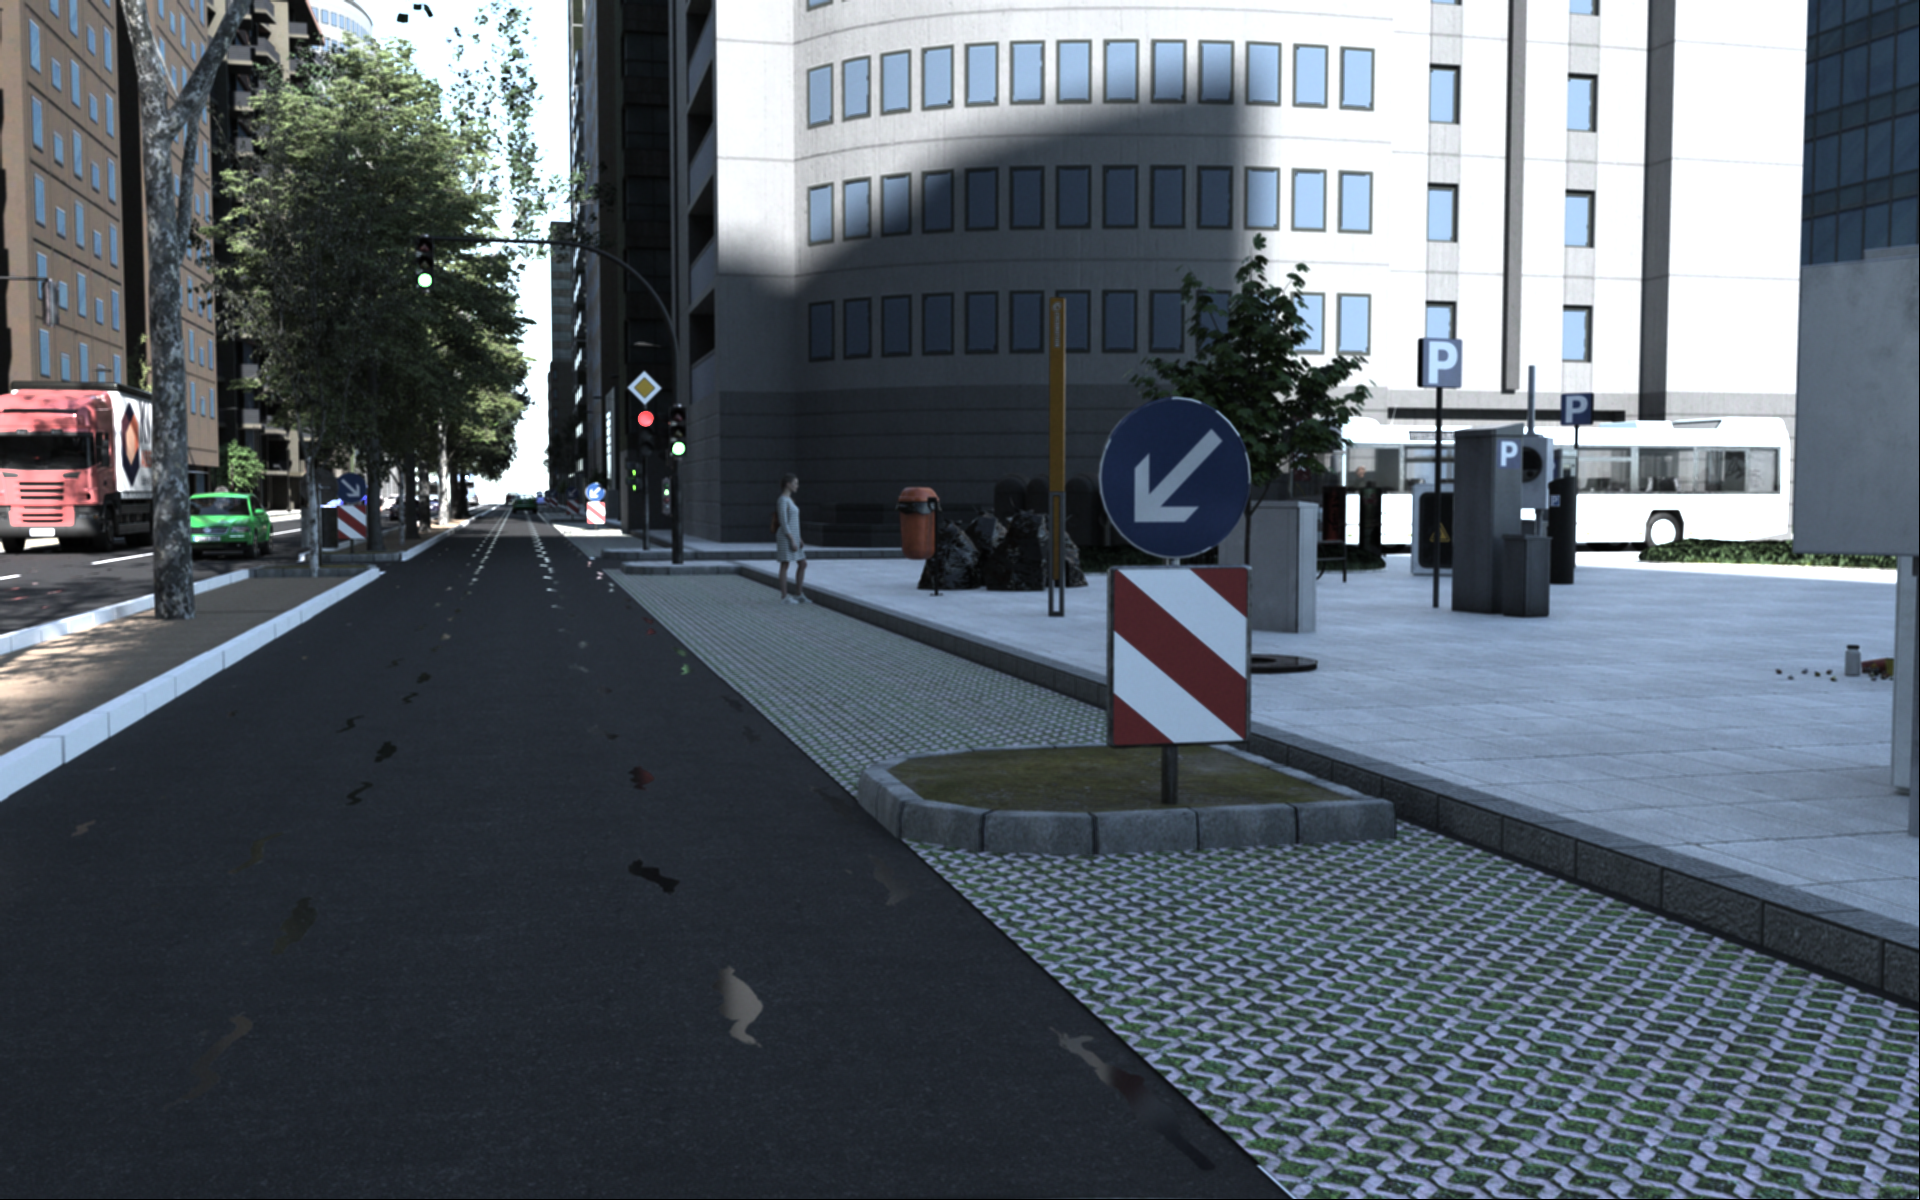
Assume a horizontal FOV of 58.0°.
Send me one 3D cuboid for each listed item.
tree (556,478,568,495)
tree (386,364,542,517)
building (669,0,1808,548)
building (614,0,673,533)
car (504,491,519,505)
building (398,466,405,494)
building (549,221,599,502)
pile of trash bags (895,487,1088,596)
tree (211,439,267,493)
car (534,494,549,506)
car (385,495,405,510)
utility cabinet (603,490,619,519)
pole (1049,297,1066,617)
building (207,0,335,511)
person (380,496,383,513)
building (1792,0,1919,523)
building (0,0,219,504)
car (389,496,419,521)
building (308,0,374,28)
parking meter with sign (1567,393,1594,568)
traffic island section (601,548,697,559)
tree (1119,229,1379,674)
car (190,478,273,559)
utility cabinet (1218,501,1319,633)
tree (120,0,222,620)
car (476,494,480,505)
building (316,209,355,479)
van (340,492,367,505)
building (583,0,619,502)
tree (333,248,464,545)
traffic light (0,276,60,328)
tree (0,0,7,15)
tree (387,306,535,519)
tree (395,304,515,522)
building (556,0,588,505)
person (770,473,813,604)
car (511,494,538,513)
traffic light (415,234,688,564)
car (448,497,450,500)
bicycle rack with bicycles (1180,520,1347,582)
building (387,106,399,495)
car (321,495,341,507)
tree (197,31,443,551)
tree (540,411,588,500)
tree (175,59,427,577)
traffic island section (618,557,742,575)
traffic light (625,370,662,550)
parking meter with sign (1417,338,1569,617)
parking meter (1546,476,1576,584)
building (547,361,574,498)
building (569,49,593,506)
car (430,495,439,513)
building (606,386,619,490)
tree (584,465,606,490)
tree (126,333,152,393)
[{"bbox_3d":[-46.434,-12.734,202.805,1.663,3.219,1.824,0,3,0],"label":"tree"},{"bbox_3d":[-30.658,-11.443,106.561,9.611,12.733,9.660,0,3,0],"label":"tree"},{"bbox_3d":[6.184,-31.158,51.427,28.212,58.520,21.231,-1,4,-14],"label":"building"},{"bbox_3d":[-6.790,-18.219,69.586,14.160,30.474,14.107,-1,4,-14],"label":"building"},{"bbox_3d":[-59.503,-13.568,230.507,2.281,1.827,5.304,-1,4,-14],"label":"car"},{"bbox_3d":[-87.231,-29.271,250.277,14.160,30.474,14.107,-1,4,-14],"label":"building"},{"bbox_3d":[-54.591,-35.367,261.848,14.154,41.232,14.086,-1,4,-14],"label":"building"},{"bbox_3d":[0.240,-0.824,23.222,1.912,1.369,3.447,2,4,32],"label":"pile of trash bags"},{"bbox_3d":[-43.929,-7.381,104.388,4.285,4.588,4.351,0,3,0],"label":"tree"},{"bbox_3d":[-51.288,-12.413,212.545,1.945,1.707,3.694,-1,4,-14],"label":"car"},{"bbox_3d":[-51.827,-8.995,159.429,2.083,1.381,4.827,-1,4,-13],"label":"car"},{"bbox_3d":[-18.008,-4.952,89.643,0.318,1.500,1.173,1,4,22],"label":"utility cabinet"},{"bbox_3d":[1.017,-1.484,18.107,0.158,3.312,0.155,0,3,0],"label":"pole"},{"bbox_3d":[-65.685,-30.068,146.230,22.147,44.769,28.867,-1,4,-14],"label":"building"},{"bbox_3d":[-43.997,-7.320,131.365,0.799,1.438,0.628,2,4,31],"label":"person"},{"bbox_3d":[35.253,-24.826,56.014,14.200,45.320,14.600,-1,4,-14],"label":"building"},{"bbox_3d":[-43.978,-26.384,81.490,14.600,45.320,14.200,-1,4,-14],"label":"building"},{"bbox_3d":[-30.119,-5.014,94.558,1.945,1.354,3.894,-1,4,-13],"label":"car"},{"bbox_3d":[-78.498,-40.248,200.056,21.231,58.520,28.212,-1,4,-14],"label":"building"},{"bbox_3d":[10.119,-2.030,29.450,0.543,3.016,1.738,3,5,43],"label":"parking meter with sign"},{"bbox_3d":[-7.147,-1.058,39.585,2.009,0.180,2.903,-1,4,-14],"label":"traffic island section"},{"bbox_3d":[2.250,-1.107,12.708,1.663,3.219,1.824,0,3,0],"label":"tree"},{"bbox_3d":[-16.736,-1.865,39.282,1.959,1.807,4.718,-1,4,-15],"label":"car"},{"bbox_3d":[2.906,-0.320,16.396,0.306,1.237,1.020,-3,4,-38],"label":"utility cabinet"},{"bbox_3d":[-7.596,-9.806,18.682,12.611,20.169,13.585,0,3,0],"label":"tree"},{"bbox_3d":[-65.215,-13.600,231.407,2.155,1.783,4.494,-1,4,-16],"label":"car"},{"bbox_3d":[-67.246,-24.287,168.791,14.160,30.474,14.107,-1,4,-14],"label":"building"},{"bbox_3d":[-42.381,-7.171,121.636,2.240,2.365,5.245,-1,4,-15],"label":"van"},{"bbox_3d":[-25.407,-30.658,151.363,14.600,45.320,14.200,-1,4,-14],"label":"building"},{"bbox_3d":[-15.715,-5.847,48.411,4.737,8.622,4.395,0,3,0],"label":"tree"},{"bbox_3d":[-21.278,-3.746,35.908,4.771,5.953,1.251,-1,4,-14],"label":"traffic light"},{"bbox_3d":[-5.400,-5.668,5.505,12.009,13.543,11.850,0,3,0],"label":"tree"},{"bbox_3d":[-28.362,-11.490,96.977,9.857,13.997,8.962,0,3,0],"label":"tree"},{"bbox_3d":[-26.097,-9.732,87.332,9.928,11.665,9.643,0,3,0],"label":"tree"},{"bbox_3d":[-40.254,-47.604,216.569,20.563,71.187,20.611,-1,4,-14],"label":"building"},{"bbox_3d":[-2.218,-0.794,22.492,0.522,1.701,0.512,0,4,7],"label":"person"},{"bbox_3d":[-32.822,-7.446,130.545,1.959,1.807,4.718,-1,4,-15],"label":"car"},{"bbox_3d":[-7.223,-3.450,31.069,4.771,5.953,1.251,-1,4,-14],"label":"traffic light"},{"bbox_3d":[-70.973,-13.757,237.287,2.083,1.381,4.827,-1,4,-15],"label":"car"},{"bbox_3d":[4.156,-0.724,25.224,2.925,0.926,2.852,-3,5,-43],"label":"bicycle rack with bicycles"},{"bbox_3d":[-86.153,-41.911,227.243,21.231,58.520,28.212,-1,4,-14],"label":"building"},{"bbox_3d":[-46.555,-7.229,127.786,1.945,1.707,3.694,-1,4,-15],"label":"car"},{"bbox_3d":[-14.313,-7.441,42.249,7.486,12.596,7.792,0,3,0],"label":"tree"},{"bbox_3d":[-43.617,-15.873,193.930,7.601,10.594,8.767,2,4,29],"label":"tree"},{"bbox_3d":[-10.993,-4.672,29.208,4.360,8.622,3.978,0,3,0],"label":"tree"},{"bbox_3d":[-5.176,-0.585,31.846,2.009,0.180,2.903,-1,4,-14],"label":"traffic island section"},{"bbox_3d":[-7.189,-3.091,39.461,0.839,4.253,0.868,-1,4,-14],"label":"traffic light"},{"bbox_3d":[5.698,-1.375,18.738,0.543,3.016,1.738,-1,4,-22],"label":"parking meter with sign"},{"bbox_3d":[8.588,-0.999,24.752,0.372,1.533,0.369,0,3,0],"label":"parking meter"},{"bbox_3d":[-43.392,-24.327,242.783,27.650,21.520,28.899,-1,4,-14],"label":"building"},{"bbox_3d":[-27.170,-33.915,174.111,23.786,49.044,30.456,-1,4,-14],"label":"building"},{"bbox_3d":[-40.724,-7.371,133.102,1.945,1.354,3.894,-1,4,-14],"label":"car"},{"bbox_3d":[-8.548,-48.087,98.896,22.319,86.520,31.000,-1,4,-14],"label":"building"},{"bbox_3d":[-24.083,-7.360,114.939,1.663,3.219,1.824,0,3,0],"label":"tree"},{"bbox_3d":[-35.796,-7.584,74.353,4.737,8.622,4.395,0,3,0],"label":"tree"}]
